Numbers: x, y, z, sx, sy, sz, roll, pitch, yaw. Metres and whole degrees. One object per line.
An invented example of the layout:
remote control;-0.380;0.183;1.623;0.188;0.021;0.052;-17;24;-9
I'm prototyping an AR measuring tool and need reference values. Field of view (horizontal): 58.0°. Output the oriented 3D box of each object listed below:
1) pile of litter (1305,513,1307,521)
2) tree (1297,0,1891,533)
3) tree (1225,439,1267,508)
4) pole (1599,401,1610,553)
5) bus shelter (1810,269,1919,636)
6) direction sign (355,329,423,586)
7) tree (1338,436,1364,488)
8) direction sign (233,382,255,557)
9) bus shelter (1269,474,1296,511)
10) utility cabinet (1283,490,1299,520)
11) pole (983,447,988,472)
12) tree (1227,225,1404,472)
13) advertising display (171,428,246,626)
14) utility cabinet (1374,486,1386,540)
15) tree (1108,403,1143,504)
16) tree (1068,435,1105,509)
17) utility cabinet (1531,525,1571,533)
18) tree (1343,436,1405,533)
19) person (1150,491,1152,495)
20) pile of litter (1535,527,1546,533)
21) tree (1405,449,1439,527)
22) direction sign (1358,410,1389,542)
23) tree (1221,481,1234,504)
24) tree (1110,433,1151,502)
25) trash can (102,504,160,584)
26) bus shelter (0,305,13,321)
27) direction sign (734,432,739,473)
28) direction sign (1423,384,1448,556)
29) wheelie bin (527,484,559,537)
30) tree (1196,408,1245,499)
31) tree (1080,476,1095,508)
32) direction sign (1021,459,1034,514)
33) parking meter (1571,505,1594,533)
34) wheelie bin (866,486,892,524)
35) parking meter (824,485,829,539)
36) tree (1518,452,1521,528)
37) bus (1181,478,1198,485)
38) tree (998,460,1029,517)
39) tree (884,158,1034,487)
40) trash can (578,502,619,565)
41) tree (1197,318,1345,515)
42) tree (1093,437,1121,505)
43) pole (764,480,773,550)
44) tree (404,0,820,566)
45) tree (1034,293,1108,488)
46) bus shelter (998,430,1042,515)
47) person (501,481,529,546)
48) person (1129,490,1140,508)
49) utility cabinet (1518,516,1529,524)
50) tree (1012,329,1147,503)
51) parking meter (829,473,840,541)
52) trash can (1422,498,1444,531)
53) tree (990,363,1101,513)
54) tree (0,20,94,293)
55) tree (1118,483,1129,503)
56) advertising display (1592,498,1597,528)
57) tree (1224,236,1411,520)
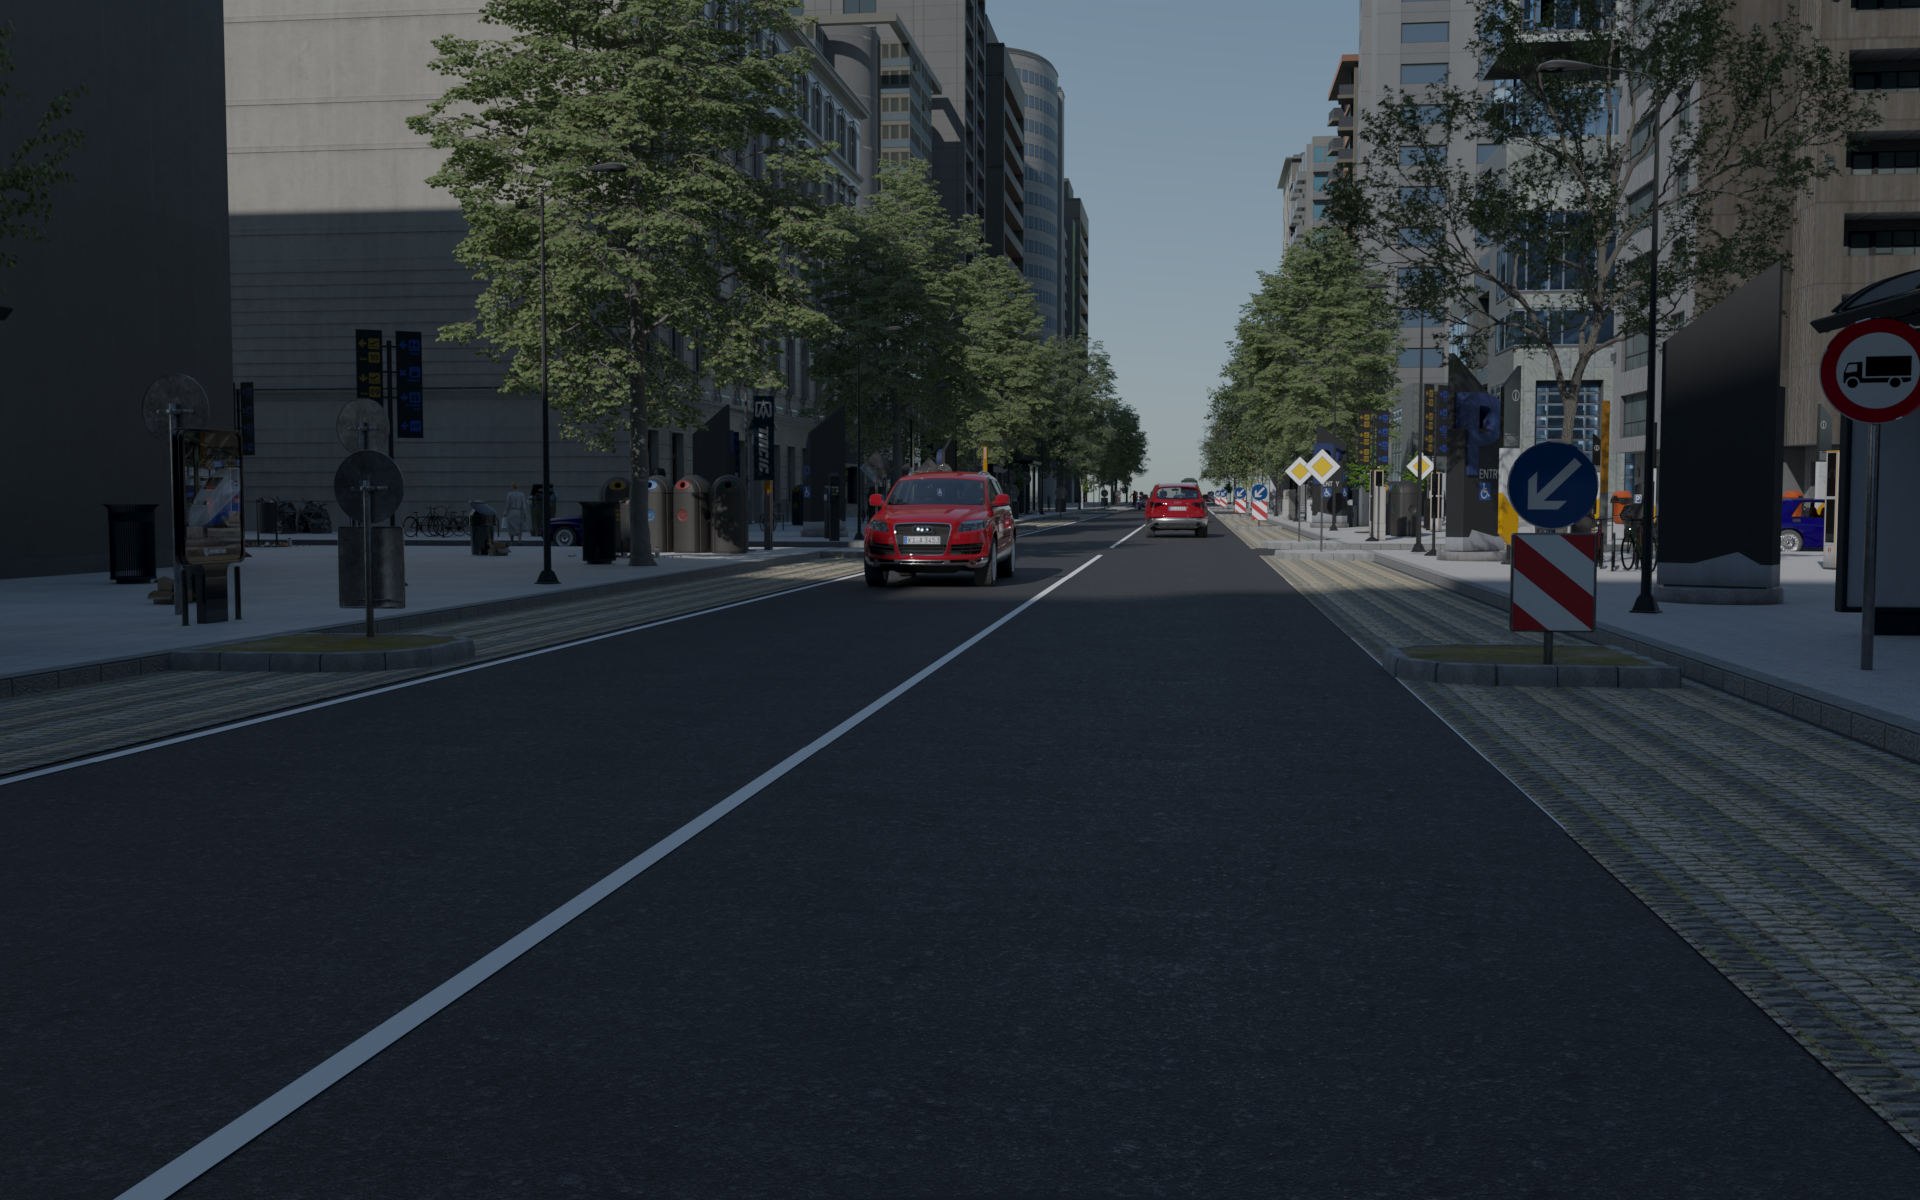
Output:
pile of litter;16.970;-4.180;82.315;1.176;0.858;1.719;2;4;33
tree;9.442;-5.669;27.097;8.767;10.594;7.601;1;4;16
tree;26.879;-12.931;161.777;4.737;8.622;4.395;0;3;0
pole;14.090;-2.693;37.877;0.158;3.312;0.155;0;3;0
bus shelter;8.450;-1.175;13.130;2.014;3.302;5.546;0;4;8
direction sign;-7.897;-1.960;24.049;0.876;3.537;0.379;-2;4;-28
tree;20.803;-6.820;95.217;4.285;4.588;4.351;0;3;0
direction sign;-14.633;-2.642;35.191;0.876;3.537;0.379;2;4;28
bus shelter;21.878;-7.558;117.497;2.014;3.302;5.546;0;4;8
utility cabinet;16.185;-4.649;84.693;0.318;1.500;1.173;3;4;36
pole;1.101;-4.945;74.687;0.158;3.312;0.155;0;3;0
tree;15.136;-9.533;73.985;7.486;12.596;7.792;0;3;0
advertising display;-7.461;-0.735;17.235;0.123;1.923;0.974;1;4;11
utility cabinet;11.714;-2.422;48.277;0.318;1.500;1.173;1;4;13
tree;19.102;-18.024;212.823;7.486;12.596;7.792;0;3;0
tree;10.870;-12.406;153.194;4.360;8.622;3.978;0;3;0
utility cabinet;16.281;-2.236;47.718;1.020;1.237;0.306;1;4;23
tree;13.353;-3.807;56.846;1.663;3.219;1.824;0;3;0
person;29.873;-16.041;270.398;0.705;1.869;1.348;2;4;24
pile of litter;15.698;-1.960;46.009;1.176;0.858;1.719;1;4;16
tree;17.836;-4.446;67.294;1.663;3.219;1.824;0;3;0
direction sign;11.181;-3.358;46.896;0.876;3.537;0.379;-1;4;-12
tree;38.976;-15.801;252.942;1.663;3.219;1.824;0;3;0
tree;26.502;-21.354;274.899;9.928;11.665;9.643;0;3;0
trash can;-11.875;-0.807;24.852;0.748;1.137;0.748;0;3;0
bus shelter;-9.405;-1.117;12.188;2.014;3.302;5.546;0;4;7
direction sign;-8.364;-4.360;63.288;0.876;3.537;0.379;3;5;41
direction sign;9.837;-2.684;35.878;0.876;3.537;0.379;-3;5;-44
wheelie bin;-12.556;-2.717;52.330;0.980;1.594;0.693;-3;4;-36
tree;30.393;-16.799;185.027;12.009;13.543;11.850;0;3;0
tree;11.379;-9.971;157.627;1.663;3.219;1.824;0;3;0
direction sign;4.362;-7.364;112.404;0.876;3.537;0.379;-1;4;-19
parking meter;11.961;-1.684;33.252;0.399;1.863;0.255;1;4;17
wheelie bin;-3.401;-3.838;70.665;0.980;1.594;0.693;2;4;24
parking meter;-3.728;-2.538;49.914;0.372;1.533;0.369;0;3;0
tree;20.948;-4.367;66.000;1.663;3.219;1.824;0;3;0
bus;35.050;-16.703;264.638;2.896;3.916;12.252;0;4;8
tree;3.029;-6.293;97.488;1.663;3.219;1.824;0;3;0
tree;-2.135;-8.591;58.586;7.486;12.596;7.792;0;3;0
trash can;-6.611;-1.227;31.722;0.748;1.137;0.748;0;3;0
tree;19.821;-11.663;107.693;9.611;12.733;9.660;0;3;0
tree;16.111;-15.097;197.193;4.737;8.622;4.395;0;3;0
pole;-4.384;-2.796;39.561;0.158;3.312;0.155;0;3;0
tree;-5.620;-6.853;30.167;7.486;12.596;7.792;0;3;0
tree;1.454;-10.017;81.912;7.486;12.596;7.792;0;3;0
bus shelter;3.613;-7.953;107.662;2.179;5.291;8.768;0;4;7
person;-11.600;-2.215;45.076;0.694;1.780;0.624;-1;4;-10
person;18.062;-10.456;179.425;1.348;1.831;0.705;2;4;32
utility cabinet;23.697;-3.922;72.797;1.173;1.500;0.318;-1;4;-22
tree;7.824;-13.955;134.813;9.857;13.997;8.962;0;3;0
parking meter;-3.437;-2.543;47.292;0.255;1.863;0.399;-1;4;-13
trash can;16.653;-3.021;61.045;0.748;1.137;0.748;0;3;0
tree;5.552;-11.231;118.041;8.767;10.594;7.601;1;4;10
tree;-12.470;-4.232;19.558;4.737;8.622;4.395;0;3;0
tree;24.560;-16.090;257.675;1.663;3.219;1.824;0;3;0
advertising display;21.735;-3.327;59.618;0.123;1.923;0.974;0;4;6
tree;17.537;-10.983;86.234;9.857;13.997;8.962;0;3;0
